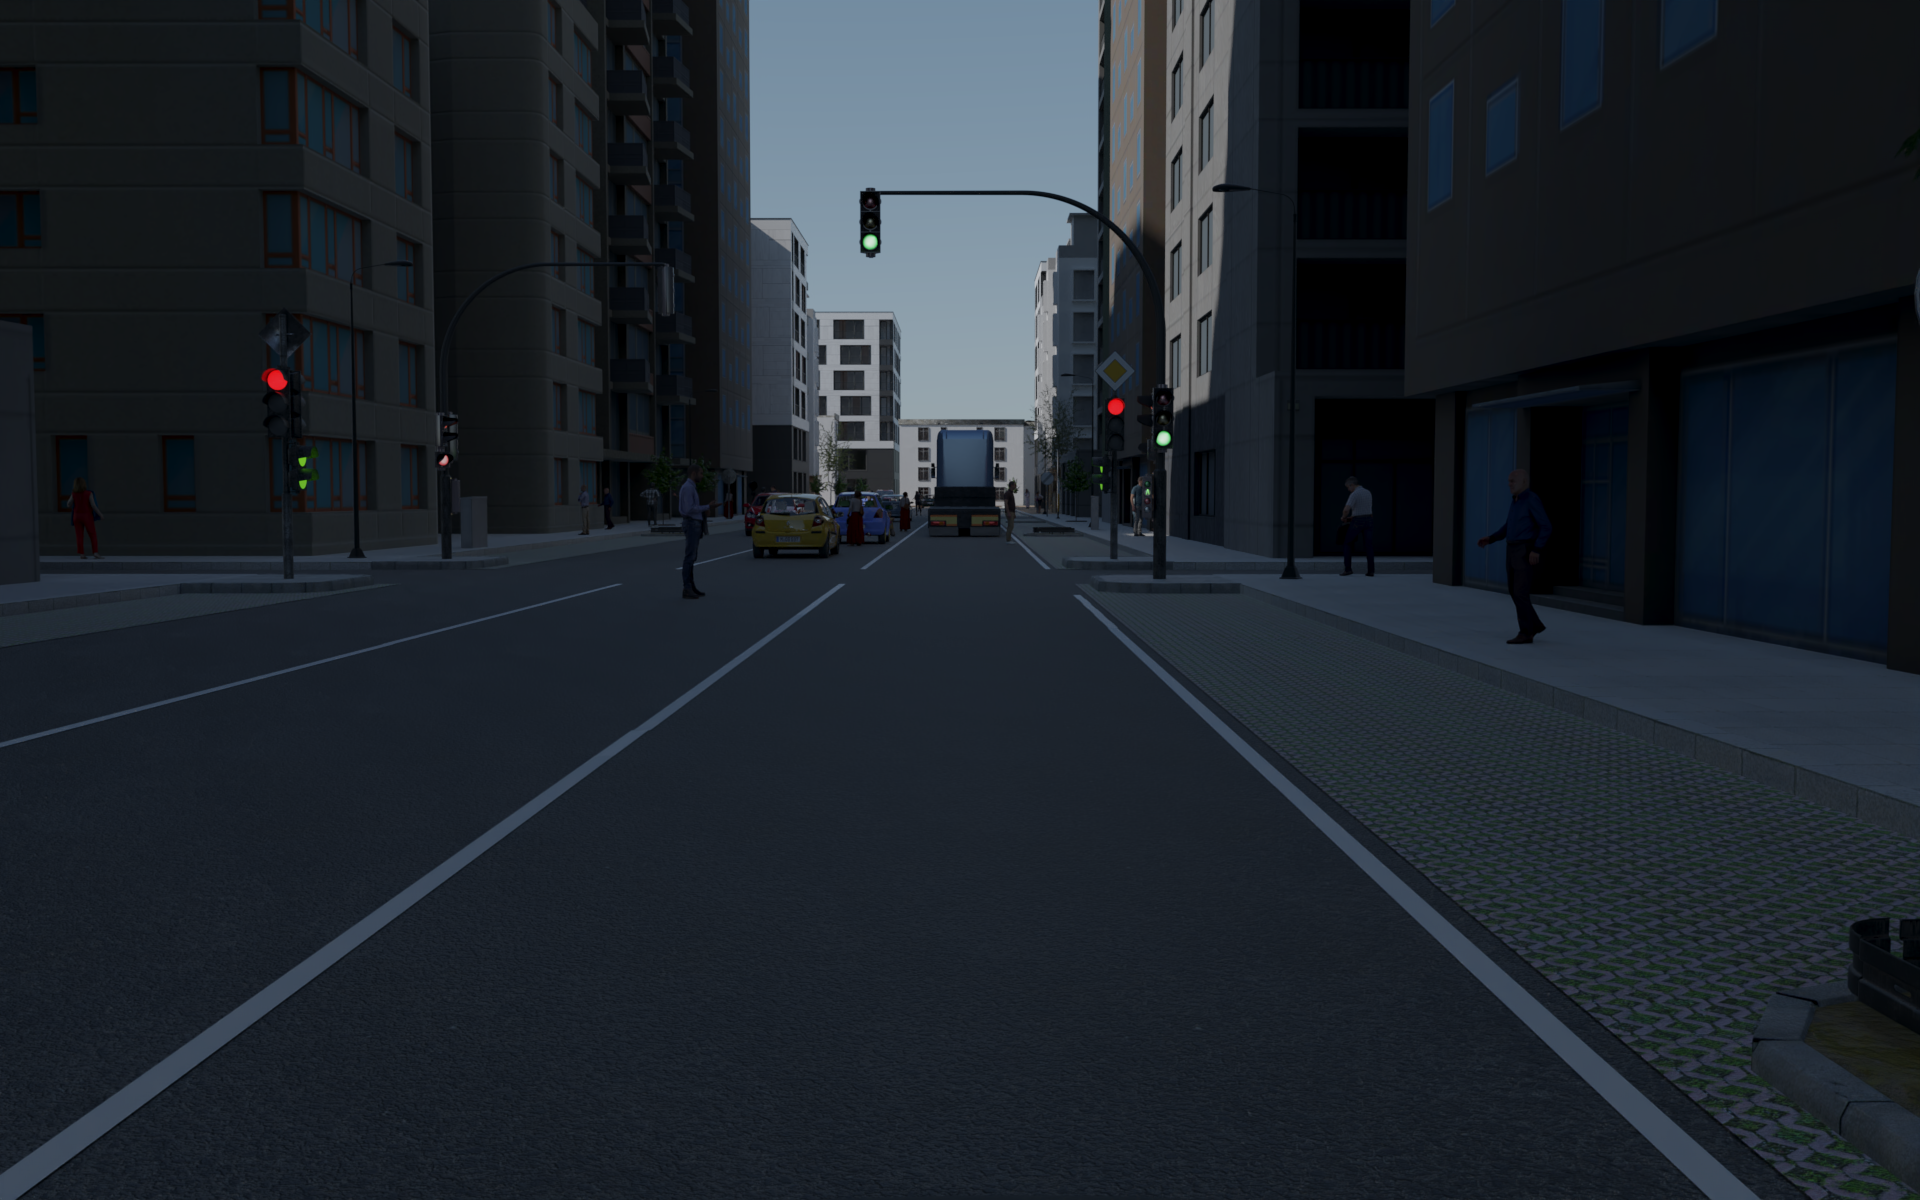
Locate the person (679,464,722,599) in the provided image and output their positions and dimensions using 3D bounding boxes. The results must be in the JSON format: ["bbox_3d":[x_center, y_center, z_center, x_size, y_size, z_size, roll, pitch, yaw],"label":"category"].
[{"bbox_3d":[-3.577,-0.952,23.930,0.599,1.838,0.709,-1,4,-9],"label":"person"}]

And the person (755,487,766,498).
[{"bbox_3d":[-8.666,-4.080,75.929,0.376,1.734,0.841,-2,4,-29],"label":"person"}]

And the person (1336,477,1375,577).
[{"bbox_3d":[6.170,-1.147,27.015,0.614,1.554,0.590,-3,4,-38],"label":"person"}]

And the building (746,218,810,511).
[{"bbox_3d":[-26.409,-17.265,126.264,27.936,21.610,32.646,0,4,0],"label":"building"}]

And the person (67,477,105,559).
[{"bbox_3d":[-17.265,-1.618,34.196,0.593,1.614,0.444,1,4,19],"label":"person"}]

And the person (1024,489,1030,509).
[{"bbox_3d":[5.934,-8.947,152.997,0.551,1.740,0.621,1,4,16],"label":"person"}]

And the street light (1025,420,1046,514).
[{"bbox_3d":[4.811,-8.341,108.919,1.470,5.913,1.316,0,4,0],"label":"street light"}]

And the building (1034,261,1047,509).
[{"bbox_3d":[21.069,-19.829,168.183,27.936,21.610,32.646,0,4,0],"label":"building"}]

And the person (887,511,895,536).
[{"bbox_3d":[-2.368,-2.581,58.625,0.347,0.859,0.695,-1,4,-8],"label":"person"}]

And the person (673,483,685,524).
[{"bbox_3d":[-11.903,-4.149,74.409,0.617,1.759,0.750,2,4,34],"label":"person"}]

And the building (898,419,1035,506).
[{"bbox_3d":[7.151,-15.674,198.421,28.070,9.664,9.099,0,4,0],"label":"building"}]

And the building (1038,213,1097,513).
[{"bbox_3d":[13.966,-16.260,122.278,16.016,20.091,11.380,0,4,0],"label":"building"}]

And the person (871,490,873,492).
[{"bbox_3d":[-9.277,-10.647,182.586,1.348,1.823,0.705,-2,4,-24],"label":"person"}]

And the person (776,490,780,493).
[{"bbox_3d":[-7.470,-3.694,70.595,0.593,1.614,0.444,0,4,-5],"label":"person"}]

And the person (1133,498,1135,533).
[{"bbox_3d":[5.901,-2.926,57.794,0.340,1.345,0.435,-1,4,-9],"label":"person"}]

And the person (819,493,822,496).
[{"bbox_3d":[-13.641,-9.758,168.825,0.421,1.427,0.697,0,4,7],"label":"person"}]

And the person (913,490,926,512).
[{"bbox_3d":[-3.323,-8.111,141.906,1.217,1.735,0.721,-1,4,-20],"label":"person"}]

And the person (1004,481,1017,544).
[{"bbox_3d":[1.470,-2.508,49.636,0.434,1.807,0.598,2,4,28],"label":"person"}]

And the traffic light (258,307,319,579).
[{"bbox_3d":[-10.152,-2.275,26.119,0.839,4.253,0.868,0,4,0],"label":"traffic light"}]

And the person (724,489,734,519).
[{"bbox_3d":[-11.831,-4.903,88.679,0.387,1.526,0.523,3,5,44],"label":"person"}]

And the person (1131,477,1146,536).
[{"bbox_3d":[5.485,-2.850,52.762,0.598,1.807,0.434,-2,4,-25],"label":"person"}]

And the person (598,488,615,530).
[{"bbox_3d":[-12.825,-3.302,62.732,0.600,1.496,0.574,0,4,-8],"label":"person"}]

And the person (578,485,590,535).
[{"bbox_3d":[-11.803,-2.827,54.330,0.319,1.574,0.516,1,4,15],"label":"person"}]

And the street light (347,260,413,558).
[{"bbox_3d":[-11.557,-3.793,34.561,1.470,5.913,1.316,0,4,0],"label":"street light"}]

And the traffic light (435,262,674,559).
[{"bbox_3d":[-8.030,-3.637,34.131,4.771,5.953,1.251,0,4,0],"label":"traffic light"}]

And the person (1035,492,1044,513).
[{"bbox_3d":[5.384,-6.659,118.144,0.599,1.433,0.991,3,4,39],"label":"person"}]

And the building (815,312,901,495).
[{"bbox_3d":[-23.720,-22.258,207.896,32.646,21.610,27.936,0,4,0],"label":"building"}]

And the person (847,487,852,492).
[{"bbox_3d":[-4.776,-4.026,75.040,0.841,1.734,0.376,0,4,-3],"label":"person"}]

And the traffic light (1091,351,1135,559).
[{"bbox_3d":[3.019,-2.762,34.071,0.839,4.253,0.868,0,4,0],"label":"traffic light"}]

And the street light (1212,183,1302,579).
[{"bbox_3d":[4.470,-3.274,26.068,1.470,5.913,1.316,0,4,0],"label":"street light"}]

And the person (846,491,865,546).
[{"bbox_3d":[-2.869,-2.244,47.652,0.523,1.526,0.387,-1,4,-23],"label":"person"}]

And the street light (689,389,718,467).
[{"bbox_3d":[-11.429,-6.380,76.857,1.470,5.913,1.316,0,4,0],"label":"street light"}]

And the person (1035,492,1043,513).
[{"bbox_3d":[5.182,-6.441,114.546,0.628,1.438,0.799,0,4,-7],"label":"person"}]

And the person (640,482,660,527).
[{"bbox_3d":[-11.925,-3.684,66.996,0.841,1.734,0.376,2,4,26],"label":"person"}]

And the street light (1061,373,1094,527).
[{"bbox_3d":[4.571,-5.763,66.773,1.470,5.913,1.316,0,4,0],"label":"street light"}]

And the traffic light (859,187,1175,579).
[{"bbox_3d":[0.897,-3.137,25.953,4.771,5.953,1.251,0,4,0],"label":"traffic light"}]

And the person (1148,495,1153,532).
[{"bbox_3d":[6.654,-3.015,59.240,0.340,1.345,0.435,2,4,23],"label":"person"}]

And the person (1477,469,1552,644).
[{"bbox_3d":[4.768,-0.379,14.930,0.600,1.496,0.574,1,4,15],"label":"person"}]

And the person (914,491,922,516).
[{"bbox_3d":[-2.782,-6.405,114.693,0.415,1.643,0.593,3,4,36],"label":"person"}]

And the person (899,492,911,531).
[{"bbox_3d":[-2.125,-3.390,66.402,0.523,1.526,0.387,3,4,37],"label":"person"}]

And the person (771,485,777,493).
[{"bbox_3d":[-7.110,-3.430,65.034,0.568,1.767,0.683,2,4,27],"label":"person"}]

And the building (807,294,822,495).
[{"bbox_3d":[-20.976,-18.572,160.064,16.016,20.091,11.380,0,4,0],"label":"building"}]
